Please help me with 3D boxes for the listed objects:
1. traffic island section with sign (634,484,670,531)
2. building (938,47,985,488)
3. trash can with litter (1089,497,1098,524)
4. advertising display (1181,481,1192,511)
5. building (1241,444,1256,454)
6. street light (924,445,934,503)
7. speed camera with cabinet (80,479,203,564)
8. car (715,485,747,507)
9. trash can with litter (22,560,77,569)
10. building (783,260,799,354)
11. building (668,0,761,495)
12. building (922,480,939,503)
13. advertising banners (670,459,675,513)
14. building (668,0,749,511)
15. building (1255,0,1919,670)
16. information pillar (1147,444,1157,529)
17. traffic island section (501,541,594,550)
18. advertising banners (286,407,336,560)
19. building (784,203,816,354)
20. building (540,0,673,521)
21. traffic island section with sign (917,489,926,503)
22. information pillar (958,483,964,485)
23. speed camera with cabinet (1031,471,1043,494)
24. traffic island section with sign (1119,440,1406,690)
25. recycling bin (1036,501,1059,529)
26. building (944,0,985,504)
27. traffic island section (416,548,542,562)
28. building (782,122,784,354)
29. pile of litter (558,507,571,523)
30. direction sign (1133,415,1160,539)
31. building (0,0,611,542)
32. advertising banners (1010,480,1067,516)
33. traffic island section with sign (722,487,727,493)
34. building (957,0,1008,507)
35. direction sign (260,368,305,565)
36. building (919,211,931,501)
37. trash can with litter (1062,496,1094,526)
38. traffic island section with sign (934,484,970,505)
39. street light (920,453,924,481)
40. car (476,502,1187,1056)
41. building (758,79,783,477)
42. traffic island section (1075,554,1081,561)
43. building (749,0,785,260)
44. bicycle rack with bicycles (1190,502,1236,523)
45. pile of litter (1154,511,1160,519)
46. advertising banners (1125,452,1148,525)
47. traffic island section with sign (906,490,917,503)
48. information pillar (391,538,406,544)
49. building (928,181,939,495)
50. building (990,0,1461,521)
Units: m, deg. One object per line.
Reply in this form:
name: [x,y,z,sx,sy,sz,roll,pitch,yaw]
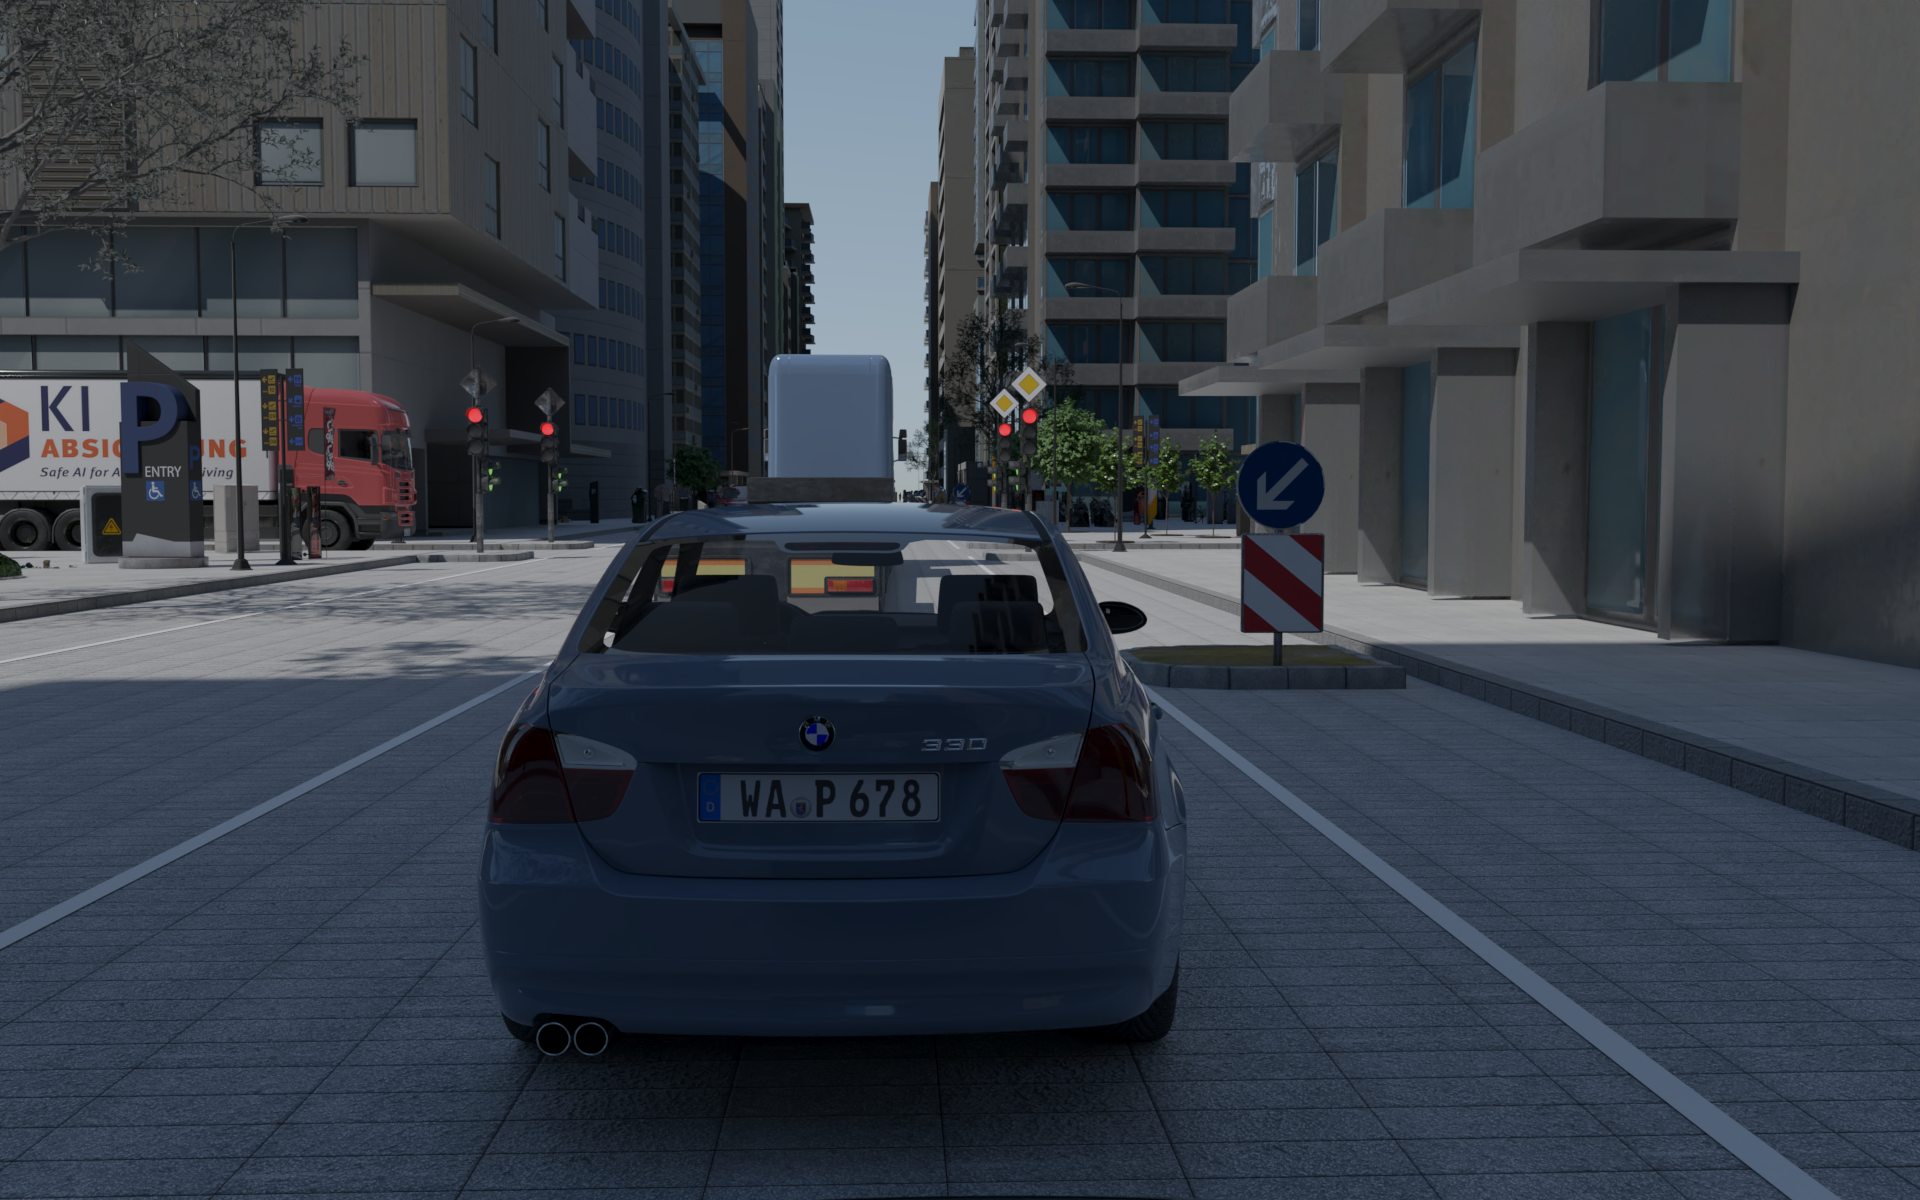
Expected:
traffic island section with sign: [-11.796,-3.671,68.652,1.989,1.847,2.006,0,4,-2]
building: [8.650,-34.366,185.583,21.300,48.544,21.600,0,4,-2]
trash can with litter: [6.033,-3.822,73.881,1.055,1.170,0.624,0,4,-1]
advertising display: [11.121,-4.889,85.147,0.123,1.923,0.974,-1,4,-20]
building: [24.622,-24.650,57.654,28.867,44.769,22.147,0,4,-2]
street light: [-2.359,-11.652,163.058,1.470,5.913,1.316,0,4,-2]
speed camera with cabinet: [-15.320,-2.329,32.415,2.038,3.252,0.660,-2,4,-32]
car: [-8.663,-3.742,69.852,2.281,1.827,5.304,0,4,-1]
trash can with litter: [-16.341,-1.131,29.544,2.233,1.210,1.678,-2,4,-24]
building: [-26.952,-26.886,211.292,14.160,30.474,14.107,0,4,-2]
building: [-24.980,-30.658,151.372,14.600,45.320,14.200,0,4,-2]
building: [11.327,-32.485,223.017,32.217,40.220,23.993,0,4,-2]
advertising banners: [-14.102,-5.429,84.960,0.090,3.025,2.074,0,4,-1]
building: [-32.828,-26.926,132.121,32.217,40.220,23.993,0,4,-2]
building: [16.109,-24.593,21.710,23.786,49.044,30.456,0,4,-2]
information pillar: [7.015,-4.390,63.139,0.183,3.616,0.504,3,4,38]
traffic island section: [-10.831,-1.439,45.806,2.009,0.180,2.903,0,4,-2]
advertising banners: [-12.786,-2.325,34.200,0.090,3.025,2.074,0,4,7]
building: [-32.468,-36.578,252.681,22.147,44.769,28.867,0,4,-2]
building: [-27.903,-33.673,92.550,21.231,58.520,28.212,0,4,-2]
traffic island section with sign: [-1.220,-5.350,96.103,1.989,1.847,2.006,0,4,-2]
information pillar: [0.067,-6.504,110.832,0.304,2.012,0.304,2,4,33]
speed camera with cabinet: [2.896,-4.421,66.617,0.660,3.252,2.038,0,4,5]
traffic island section with sign: [2.247,-0.306,13.630,1.989,1.847,2.006,0,4,-2]
recycling bin: [3.111,-3.009,61.748,0.722,1.027,0.722,0,4,-7]
building: [10.159,-51.715,158.213,22.319,86.520,31.000,0,4,-2]
traffic island section: [-10.495,-0.951,37.828,2.009,0.180,2.903,0,4,-2]
building: [-25.723,-30.341,179.666,14.154,41.232,14.086,0,4,-2]
pile of litter: [-17.895,-3.879,77.380,1.176,0.858,1.719,2,4,27]
direction sign: [5.352,-3.538,49.844,0.876,3.537,0.379,3,4,38]
building: [-27.373,-28.605,56.930,28.713,52.752,27.495,0,4,-2]
advertising banners: [2.884,-4.180,64.527,2.074,3.025,0.090,0,4,-1]
traffic island section with sign: [-12.929,-5.318,95.583,1.989,1.847,2.006,0,4,-2]
building: [10.476,-42.479,132.782,20.563,71.187,20.611,0,4,-2]
direction sign: [-12.237,-2.407,31.346,0.876,3.537,0.379,1,4,15]
building: [5.708,-39.461,264.798,23.786,49.044,30.456,0,4,-2]
trash can with litter: [4.986,-3.649,70.718,1.678,1.210,2.233,0,4,3]
traffic island section with sign: [-0.074,-3.672,68.659,1.989,1.847,2.006,0,4,-2]
street light: [-3.734,-13.723,196.913,1.470,5.913,1.316,0,4,-2]
car: [-0.320,0.378,5.817,2.014,1.417,4.499,0,4,-1]
building: [-24.820,-29.482,165.633,14.154,41.232,14.086,0,4,-2]
traffic island section: [1.536,-0.981,38.327,2.009,0.180,2.903,0,4,-2]
building: [-31.328,-48.254,227.208,20.563,71.187,20.611,0,4,-2]
bicycle rack with bicycles: [12.039,-3.877,76.764,2.852,0.926,2.925,-3,5,-41]
pile of litter: [9.598,-4.543,88.235,1.719,0.858,1.176,-3,4,-37]
advertising banners: [7.405,-4.648,72.180,0.090,3.025,2.074,-2,4,-26]
traffic island section with sign: [-3.293,-8.362,145.345,1.989,1.847,2.006,0,4,-2]
information pillar: [-14.480,-3.266,44.750,0.504,3.616,0.183,1,4,22]
building: [2.636,-36.191,241.837,14.600,45.320,14.200,0,4,-2]
building: [13.395,-29.681,104.886,23.786,49.044,30.456,0,4,-2]
